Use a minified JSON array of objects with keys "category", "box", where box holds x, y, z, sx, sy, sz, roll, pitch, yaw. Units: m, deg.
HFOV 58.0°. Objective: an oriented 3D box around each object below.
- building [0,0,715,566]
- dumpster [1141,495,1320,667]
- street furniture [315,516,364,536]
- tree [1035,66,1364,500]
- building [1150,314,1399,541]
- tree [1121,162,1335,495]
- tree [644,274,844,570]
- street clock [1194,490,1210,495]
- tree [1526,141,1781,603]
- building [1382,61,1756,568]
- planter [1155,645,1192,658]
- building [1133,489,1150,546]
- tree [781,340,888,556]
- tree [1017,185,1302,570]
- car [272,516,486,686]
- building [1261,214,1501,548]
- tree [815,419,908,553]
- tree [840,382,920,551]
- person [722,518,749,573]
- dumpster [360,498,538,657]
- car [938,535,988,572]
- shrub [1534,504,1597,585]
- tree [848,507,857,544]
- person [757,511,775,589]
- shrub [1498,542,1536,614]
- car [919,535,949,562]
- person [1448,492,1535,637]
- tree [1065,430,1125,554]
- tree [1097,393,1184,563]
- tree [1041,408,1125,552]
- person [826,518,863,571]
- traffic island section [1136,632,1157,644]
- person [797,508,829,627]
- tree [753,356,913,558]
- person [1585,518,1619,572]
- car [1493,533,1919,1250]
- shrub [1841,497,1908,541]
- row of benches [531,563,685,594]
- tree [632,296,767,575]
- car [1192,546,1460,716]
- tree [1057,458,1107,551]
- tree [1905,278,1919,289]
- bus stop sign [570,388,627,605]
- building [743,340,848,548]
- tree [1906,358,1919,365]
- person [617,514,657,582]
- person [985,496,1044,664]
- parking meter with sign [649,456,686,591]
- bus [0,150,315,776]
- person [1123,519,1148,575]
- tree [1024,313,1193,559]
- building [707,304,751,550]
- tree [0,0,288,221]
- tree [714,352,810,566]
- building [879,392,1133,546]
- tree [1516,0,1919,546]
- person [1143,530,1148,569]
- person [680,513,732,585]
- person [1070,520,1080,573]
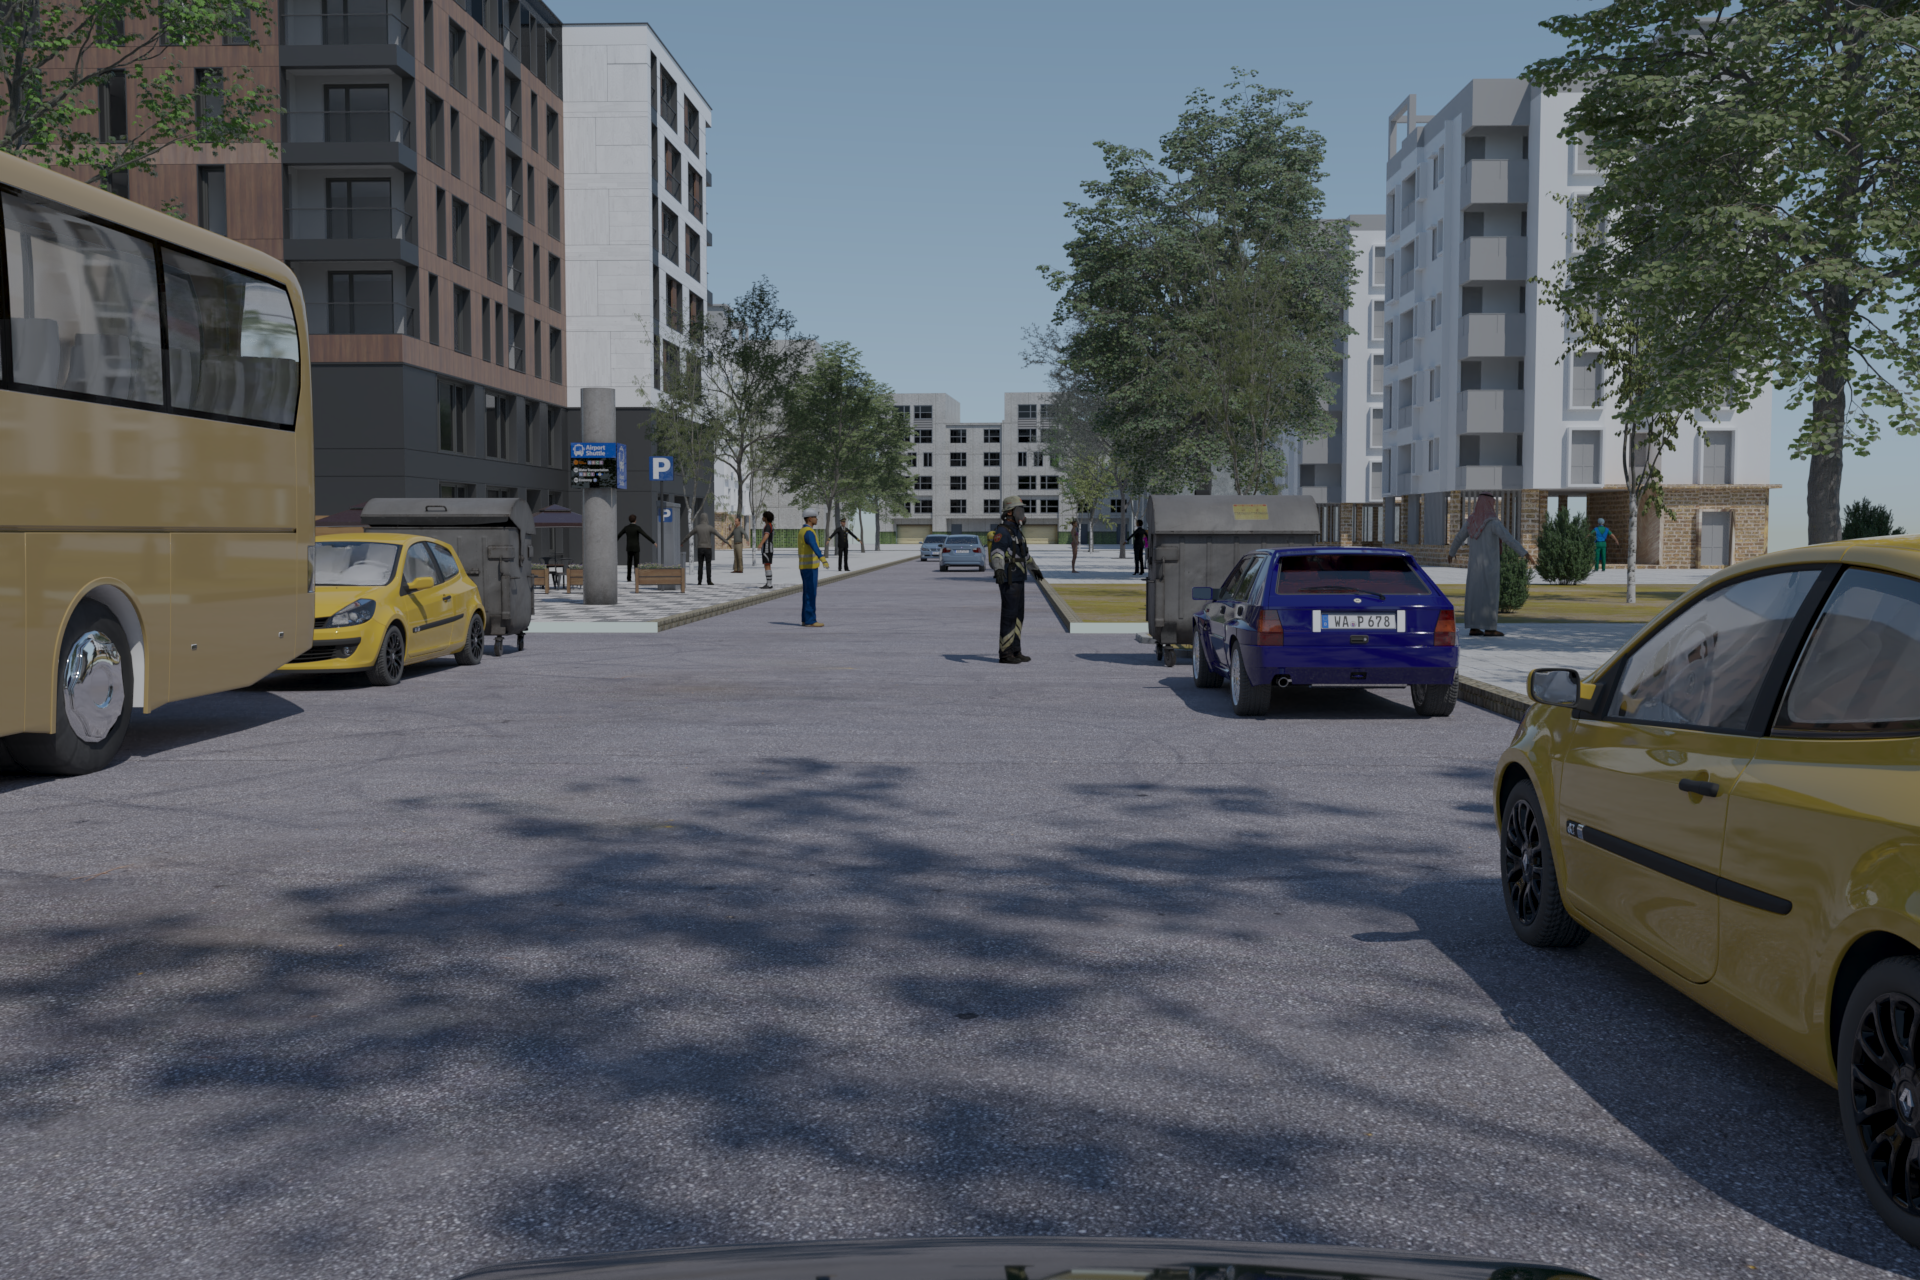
[{"category":"building","box":[-26.466,-13.701,67.986,27.936,21.610,32.646,0,4,2]},{"category":"dumpster","box":[2.964,-0.664,19.080,1.865,1.857,1.264,0,4,1]},{"category":"street furniture","box":[-15.376,-2.226,43.244,11.010,1.723,9.812,-2,4,-26]},{"category":"tree","box":[6.885,-8.716,49.157,9.857,13.997,8.962,0,3,0]},{"category":"building","box":[26.189,-19.288,146.291,19.493,23.208,18.063,0,4,2]},{"category":"tree","box":[5.784,-5.140,34.396,4.360,8.622,3.978,0,3,0]},{"category":"tree","box":[-7.640,-7.778,61.579,7.601,10.594,8.767,-1,4,-13]},{"category":"street clock","box":[3.952,-1.453,28.331,0.358,2.002,0.471,0,4,2]},{"category":"tree","box":[12.721,-4.988,31.916,4.737,8.622,4.395,0,3,0]},{"category":"building","box":[23.935,-13.422,75.873,16.016,20.090,11.380,0,4,1]},{"category":"planter","box":[3.368,0.021,20.796,1.991,0.319,1.994,0,4,2]},{"category":"building","box":[28.579,-19.863,191.221,16.747,18.905,31.486,0,4,2]},{"category":"tree","box":[-7.543,-11.234,101.808,7.486,12.596,7.792,0,3,0]},{"category":"tree","box":[7.200,-9.286,62.189,12.009,13.543,11.850,0,3,0]},{"category":"car","box":[-6.147,-0.449,17.558,2.015,1.641,3.980,0,4,1]},{"category":"building","box":[23.452,-15.157,104.236,16.016,20.090,11.380,0,4,1]},{"category":"tree","box":[-6.934,-11.222,117.898,7.601,10.594,8.767,1,4,13]},{"category":"tree","box":[-6.570,-12.933,129.589,7.486,12.596,7.792,0,3,0]},{"category":"person","box":[-7.302,-3.091,56.808,1.348,1.796,0.705,3,5,44]},{"category":"dumpster","box":[-6.100,-0.764,20.707,1.865,1.857,1.264,0,4,1]},{"category":"car","box":[0.121,-3.363,66.993,2.014,1.417,4.499,0,4,2]},{"category":"shrub","box":[15.172,-2.385,43.415,1.690,2.028,1.600,0,3,0]},{"category":"tree","box":[-13.834,-16.459,219.461,4.737,8.622,4.395,0,3,0]},{"category":"person","box":[-4.529,-2.102,40.514,0.704,1.843,1.345,0,4,2]},{"category":"shrub","box":[8.802,-1.036,28.062,1.383,1.207,1.383,0,3,0]},{"category":"car","box":[-1.157,-4.857,91.408,2.014,1.417,4.499,0,4,1]},{"category":"person","box":[6.617,-0.957,21.788,0.704,1.811,1.347,-2,4,-32]},{"category":"tree","box":[8.407,-9.754,109.834,4.737,8.622,4.395,0,3,0]},{"category":"tree","box":[7.858,-7.777,77.515,4.360,8.622,3.978,0,3,0]},{"category":"tree","box":[9.418,-11.998,121.928,9.928,11.665,9.643,0,3,0]},{"category":"person","box":[-4.012,-3.286,59.658,1.347,1.837,0.705,-2,4,-26]},{"category":"traffic island section","box":[3.373,-0.017,23.151,1.991,0.108,1.994,0,4,1]},{"category":"person","box":[-2.299,-1.126,26.830,0.705,1.833,1.349,-1,4,-19]},{"category":"tree","box":[-6.962,-9.583,91.092,8.767,10.594,7.601,-2,4,-27]},{"category":"person","box":[21.865,-3.245,59.180,1.347,1.817,0.704,0,4,-1]},{"category":"car","box":[2.770,0.329,4.846,2.015,1.641,3.980,0,4,1]},{"category":"shrub","box":[18.573,-1.928,35.559,1.661,2.075,1.752,0,3,0]},{"category":"row of benches","box":[-8.015,-1.336,37.314,4.104,0.672,1.422,-1,4,-11]},{"category":"tree","box":[-8.467,-6.342,54.052,4.360,8.622,3.978,0,3,0]},{"category":"car","box":[3.039,-0.147,14.983,1.945,1.354,3.894,0,4,1]},{"category":"tree","box":[9.057,-11.039,130.856,4.737,8.622,4.395,0,3,0]},{"category":"tree","box":[20.092,-6.778,28.941,7.486,12.596,7.792,0,3,0]},{"category":"bus stop sign","box":[-6.556,-2.597,31.470,0.837,3.901,0.837,0,4,1]},{"category":"building","box":[-21.056,-18.787,173.622,16.747,18.905,31.486,0,4,2]},{"category":"tree","box":[28.345,-8.286,42.127,9.857,13.997,8.962,0,3,0]},{"category":"person","box":[-8.735,-2.457,46.356,1.347,1.806,0.705,1,4,14]},{"category":"person","box":[0.605,-0.673,19.245,0.705,1.856,1.354,1,4,22]},{"category":"parking meter with sign","box":[-6.656,-2.657,39.700,0.543,3.016,1.738,0,4,2]},{"category":"bus","box":[-6.401,-0.974,7.475,2.896,3.916,12.252,0,4,1]},{"category":"person","box":[5.532,-2.898,54.102,1.216,1.740,0.721,-3,5,-42]},{"category":"tree","box":[8.542,-10.961,89.584,12.009,13.543,11.850,0,3,0]},{"category":"building","box":[-24.155,-17.567,143.643,16.016,20.090,11.380,0,4,1]},{"category":"tree","box":[-11.595,-5.772,20.130,9.928,11.665,9.643,0,3,0]},{"category":"tree","box":[-8.474,-7.262,69.096,4.360,8.622,3.978,0,3,0]},{"category":"building","box":[6.398,-21.644,222.788,31.486,18.905,16.747,0,4,6]},{"category":"tree","box":[9.784,-6.162,18.874,7.486,12.596,7.792,0,3,0]},{"category":"person","box":[6.851,-3.275,62.812,0.599,1.433,0.991,-2,4,-31]},{"category":"person","box":[-6.396,-2.280,43.404,1.348,1.813,0.705,0,4,5]},{"category":"person","box":[3.868,-3.089,57.310,0.721,1.733,1.217,0,4,7]}]
